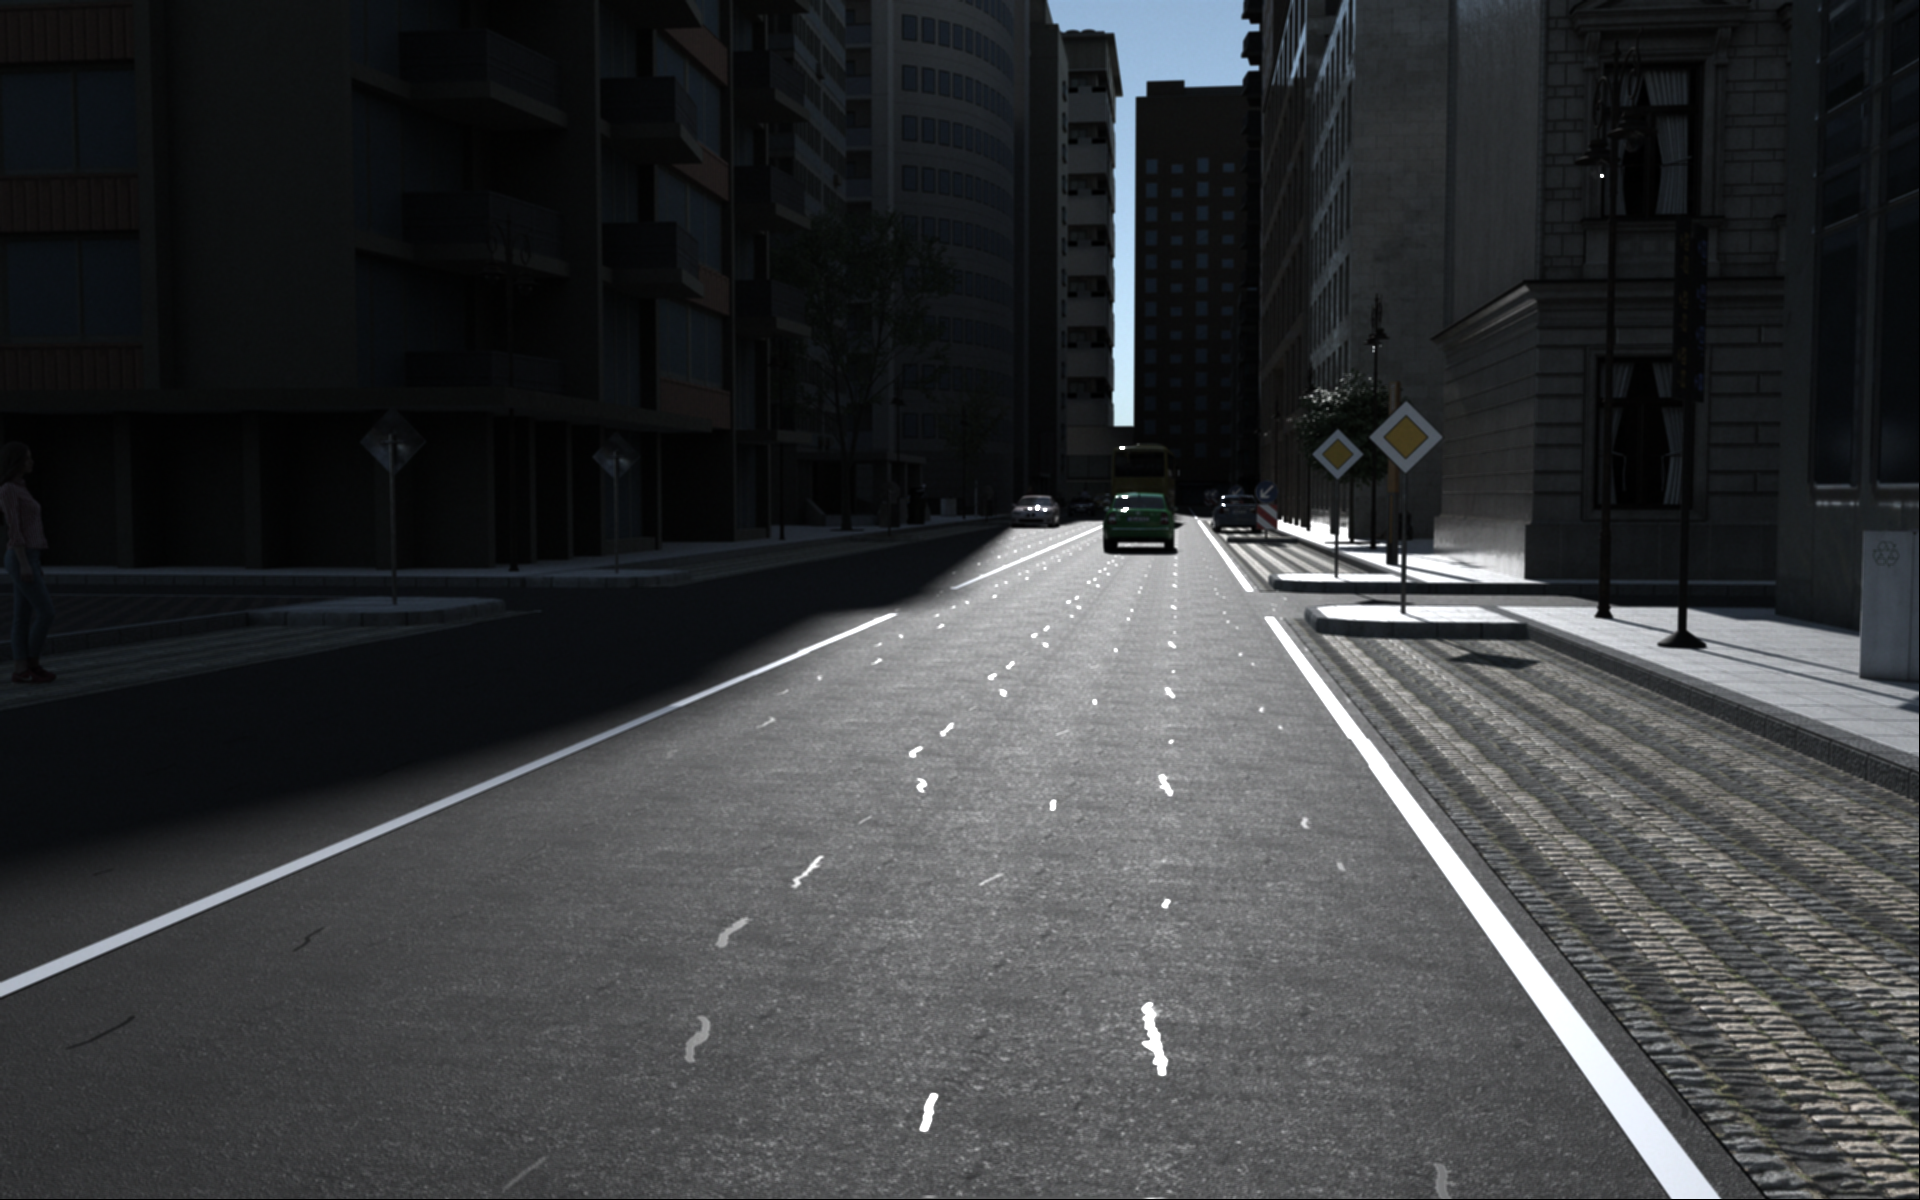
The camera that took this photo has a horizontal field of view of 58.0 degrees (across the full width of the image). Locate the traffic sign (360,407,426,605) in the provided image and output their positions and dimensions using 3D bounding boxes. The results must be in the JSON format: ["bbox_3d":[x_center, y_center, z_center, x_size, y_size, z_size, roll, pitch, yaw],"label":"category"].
[{"bbox_3d":[-6.543,-1.000,19.992,0.795,2.450,0.064,0,4,7],"label":"traffic sign"}]

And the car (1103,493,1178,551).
[{"bbox_3d":[4.673,-2.210,44.928,1.959,1.807,4.718,0,4,7],"label":"car"}]

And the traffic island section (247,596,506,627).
[{"bbox_3d":[-6.568,0.136,20.057,2.009,0.180,2.903,0,4,7],"label":"traffic island section"}]

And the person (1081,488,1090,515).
[{"bbox_3d":[8.699,-6.849,120.344,0.709,1.838,0.599,1,4,9],"label":"person"}]

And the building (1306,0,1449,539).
[{"bbox_3d":[17.399,-12.371,57.013,10.420,20.320,16.860,0,4,7],"label":"building"}]

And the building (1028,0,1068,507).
[{"bbox_3d":[-0.731,-33.301,168.172,21.600,48.544,21.300,0,4,7],"label":"building"}]

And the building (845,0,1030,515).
[{"bbox_3d":[-6.981,-35.169,117.017,21.231,58.520,28.212,0,4,7],"label":"building"}]

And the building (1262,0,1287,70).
[{"bbox_3d":[26.416,-28.123,109.917,14.600,45.320,14.200,0,4,7],"label":"building"}]

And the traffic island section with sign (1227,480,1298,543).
[{"bbox_3d":[8.880,-2.590,50.980,1.989,1.847,2.006,0,4,7],"label":"traffic island section with sign"}]

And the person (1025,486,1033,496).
[{"bbox_3d":[3.283,-4.486,81.814,0.573,1.828,0.580,-1,4,-21],"label":"person"}]

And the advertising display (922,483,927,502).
[{"bbox_3d":[-2.477,-5.988,103.120,0.974,1.923,0.123,0,4,-5],"label":"advertising display"}]

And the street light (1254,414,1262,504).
[{"bbox_3d":[17.138,-7.756,99.597,0.468,5.910,1.993,0,4,7],"label":"street light"}]

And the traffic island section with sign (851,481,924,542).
[{"bbox_3d":[-2.152,-2.674,52.348,1.989,1.847,2.006,0,4,7],"label":"traffic island section with sign"}]

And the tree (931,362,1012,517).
[{"bbox_3d":[0.651,-8.855,95.137,4.737,8.622,4.395,0,3,0],"label":"tree"}]

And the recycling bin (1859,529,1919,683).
[{"bbox_3d":[6.746,0.036,11.972,0.722,1.027,0.722,-3,4,-38],"label":"recycling bin"}]

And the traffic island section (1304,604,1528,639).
[{"bbox_3d":[4.783,0.224,18.622,2.009,0.180,2.903,0,4,7],"label":"traffic island section"}]

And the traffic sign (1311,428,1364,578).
[{"bbox_3d":[5.760,-1.396,26.470,0.795,2.450,0.064,0,4,7],"label":"traffic sign"}]

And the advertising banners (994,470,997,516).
[{"bbox_3d":[2.047,-6.348,99.982,0.090,3.025,2.074,0,4,3],"label":"advertising banners"}]

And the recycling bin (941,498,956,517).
[{"bbox_3d":[-0.657,-5.315,99.447,0.722,1.027,0.722,-1,4,-23],"label":"recycling bin"}]

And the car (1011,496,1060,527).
[{"bbox_3d":[3.341,-3.886,75.903,2.083,1.381,4.827,0,4,8],"label":"car"}]

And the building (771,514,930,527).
[{"bbox_3d":[-18.274,-23.567,77.209,32.217,40.220,23.993,0,4,7],"label":"building"}]

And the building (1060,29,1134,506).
[{"bbox_3d":[6.583,-37.346,199.851,27.495,52.752,28.713,0,4,7],"label":"building"}]

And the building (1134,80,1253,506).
[{"bbox_3d":[26.547,-33.067,190.752,14.200,45.320,14.600,0,4,7],"label":"building"}]

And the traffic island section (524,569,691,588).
[{"bbox_3d":[-5.566,-0.349,27.979,2.009,0.180,2.903,0,4,7],"label":"traffic island section"}]

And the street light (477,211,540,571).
[{"bbox_3d":[-7.425,-3.417,28.651,0.468,5.910,1.993,0,4,7],"label":"street light"}]

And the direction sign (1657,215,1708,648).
[{"bbox_3d":[6.081,-1.375,14.485,0.379,3.537,0.876,3,4,37],"label":"direction sign"}]

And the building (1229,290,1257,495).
[{"bbox_3d":[39.299,-19.248,159.742,27.650,21.520,28.899,0,4,7],"label":"building"}]

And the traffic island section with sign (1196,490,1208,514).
[{"bbox_3d":[18.557,-7.271,127.508,1.989,1.847,2.006,0,4,7],"label":"traffic island section with sign"}]

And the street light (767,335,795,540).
[{"bbox_3d":[-4.999,-4.630,48.493,0.468,5.910,1.993,0,4,7],"label":"street light"}]

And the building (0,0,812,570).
[{"bbox_3d":[-16.098,-23.702,42.153,22.147,44.769,28.867,0,4,7],"label":"building"}]

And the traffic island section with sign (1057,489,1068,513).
[{"bbox_3d":[7.601,-7.391,129.473,1.989,1.847,2.006,0,4,7],"label":"traffic island section with sign"}]

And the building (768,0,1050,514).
[{"bbox_3d":[-8.880,-27.710,144.944,32.217,40.220,23.993,0,4,7],"label":"building"}]

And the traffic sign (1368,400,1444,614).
[{"bbox_3d":[4.759,-0.912,18.548,0.795,2.450,0.064,0,4,7],"label":"traffic sign"}]

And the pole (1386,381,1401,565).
[{"bbox_3d":[7.874,-2.301,31.459,0.158,3.312,0.155,0,3,0],"label":"pole"}]

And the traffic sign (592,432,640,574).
[{"bbox_3d":[-5.542,-1.485,27.915,0.795,2.450,0.064,0,4,7],"label":"traffic sign"}]

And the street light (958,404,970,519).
[{"bbox_3d":[0.211,-7.114,89.098,0.468,5.910,1.993,0,4,7],"label":"street light"}]

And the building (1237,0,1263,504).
[{"bbox_3d":[32.517,-29.126,130.829,22.147,44.769,28.867,0,4,7],"label":"building"}]

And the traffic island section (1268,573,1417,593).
[{"bbox_3d":[5.785,-0.261,26.544,2.009,0.180,2.903,0,4,7],"label":"traffic island section"}]

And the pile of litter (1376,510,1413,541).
[{"bbox_3d":[12.190,-2.118,48.599,1.176,0.858,1.719,2,4,32],"label":"pile of litter"}]

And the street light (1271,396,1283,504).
[{"bbox_3d":[14.567,-6.543,79.773,0.468,5.910,1.993,0,4,7],"label":"street light"}]

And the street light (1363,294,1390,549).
[{"bbox_3d":[9.609,-4.117,40.101,0.468,5.910,1.993,0,4,7],"label":"street light"}]

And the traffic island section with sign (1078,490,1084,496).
[{"bbox_3d":[10.986,-9.027,156.216,1.989,1.847,2.006,0,4,7],"label":"traffic island section with sign"}]

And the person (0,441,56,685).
[{"bbox_3d":[-6.989,-0.272,12.957,0.388,1.821,0.555,-2,4,-33],"label":"person"}]

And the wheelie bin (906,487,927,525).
[{"bbox_3d":[-1.806,-3.991,73.156,0.980,1.594,0.693,-3,5,-42],"label":"wheelie bin"}]

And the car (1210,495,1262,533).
[{"bbox_3d":[10.442,-3.263,65.347,2.014,1.417,4.499,0,4,7],"label":"car"}]

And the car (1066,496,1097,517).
[{"bbox_3d":[7.858,-6.062,111.698,1.945,1.354,3.894,0,4,5],"label":"car"}]

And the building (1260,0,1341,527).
[{"bbox_3d":[24.865,-16.977,82.089,19.350,26.468,34.151,0,4,7],"label":"building"}]

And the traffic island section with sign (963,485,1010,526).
[{"bbox_3d":[1.238,-4.310,79.090,1.989,1.847,2.006,0,4,7],"label":"traffic island section with sign"}]

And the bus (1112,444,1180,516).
[{"bbox_3d":[9.051,-5.666,84.191,2.896,3.916,12.252,1,4,9],"label":"bus"}]

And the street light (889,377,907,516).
[{"bbox_3d":[-2.438,-5.849,68.419,0.468,5.910,1.993,0,4,7],"label":"street light"}]

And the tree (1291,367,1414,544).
[{"bbox_3d":[10.258,-3.740,44.860,4.285,4.588,4.351,0,3,0],"label":"tree"}]

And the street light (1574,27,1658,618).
[{"bbox_3d":[6.684,-2.753,17.806,0.468,5.910,1.993,0,4,7],"label":"street light"}]

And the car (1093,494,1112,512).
[{"bbox_3d":[11.259,-7.730,136.606,2.015,1.641,3.980,1,4,9],"label":"car"}]

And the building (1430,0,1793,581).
[{"bbox_3d":[18.090,-10.056,29.035,19.286,19.102,10.561,0,4,7],"label":"building"}]

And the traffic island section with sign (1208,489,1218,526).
[{"bbox_3d":[12.273,-4.226,77.721,1.989,1.847,2.006,0,4,7],"label":"traffic island section with sign"}]

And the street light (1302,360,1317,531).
[{"bbox_3d":[12.091,-5.330,59.936,0.468,5.910,1.993,0,4,7],"label":"street light"}]

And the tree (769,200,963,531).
[{"bbox_3d":[-3.876,-8.233,60.360,9.928,11.665,9.643,0,3,0],"label":"tree"}]

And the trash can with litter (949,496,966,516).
[{"bbox_3d":[-0.236,-5.586,102.710,1.055,1.170,0.624,-2,4,-27],"label":"trash can with litter"}]
